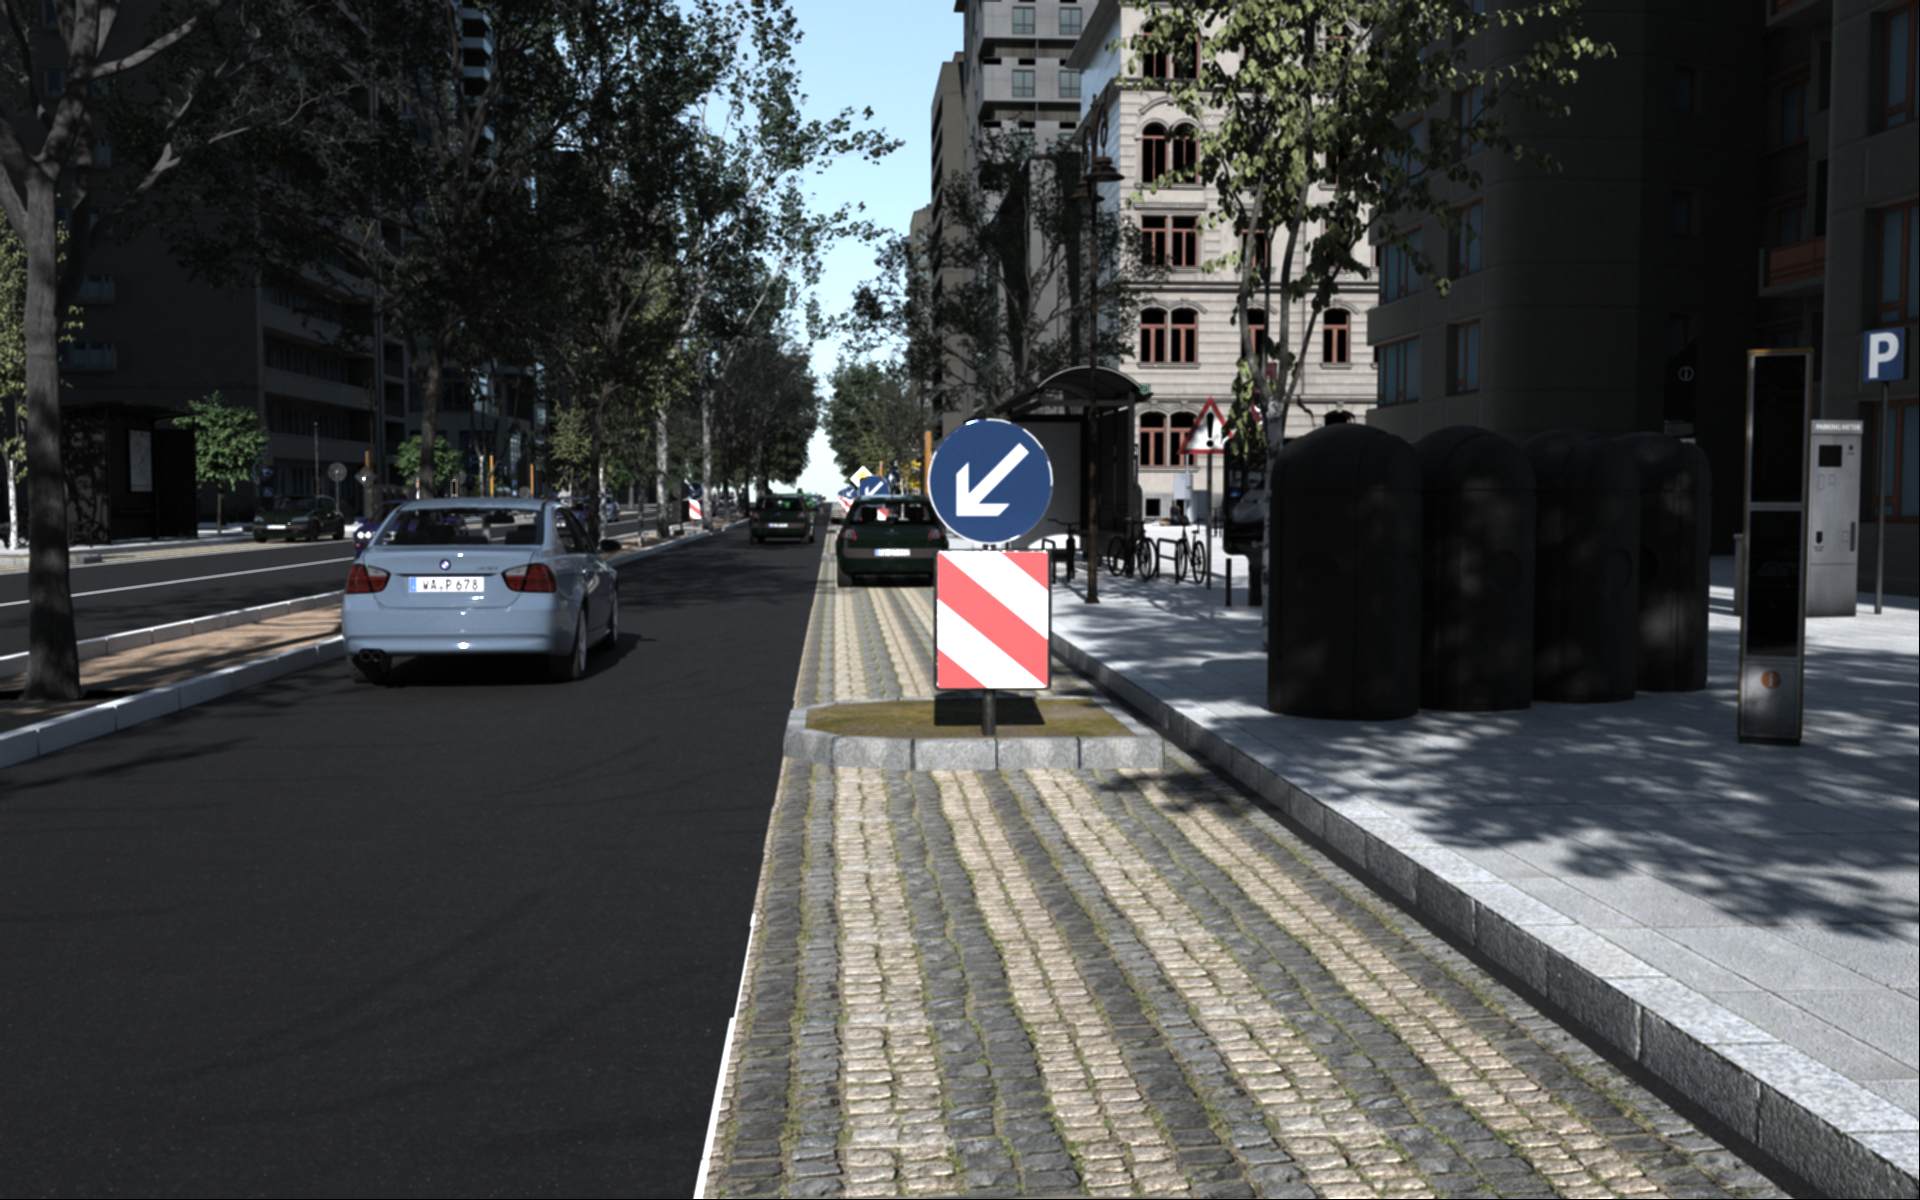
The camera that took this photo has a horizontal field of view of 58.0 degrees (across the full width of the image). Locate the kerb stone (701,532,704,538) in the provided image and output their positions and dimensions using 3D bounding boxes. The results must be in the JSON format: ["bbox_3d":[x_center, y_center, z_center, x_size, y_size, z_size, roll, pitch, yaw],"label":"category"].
[{"bbox_3d":[-8.468,-2.061,55.961,0.120,0.150,1.000,0,4,-4],"label":"kerb stone"}]

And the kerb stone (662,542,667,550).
[{"bbox_3d":[-7.578,-1.316,43.705,0.120,0.150,1.000,0,4,-4],"label":"kerb stone"}]

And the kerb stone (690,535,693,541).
[{"bbox_3d":[-8.173,-1.816,51.880,0.120,0.150,1.000,0,4,-4],"label":"kerb stone"}]

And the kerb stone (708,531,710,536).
[{"bbox_3d":[-8.687,-2.252,59.020,0.120,0.150,1.000,0,4,-4],"label":"kerb stone"}]

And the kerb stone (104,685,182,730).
[{"bbox_3d":[-5.209,0.685,10.995,0.120,0.150,1.000,0,4,-4],"label":"kerb stone"}]

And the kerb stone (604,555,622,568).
[{"bbox_3d":[-6.920,-0.754,34.519,0.120,0.150,1.000,0,4,-4],"label":"kerb stone"}]

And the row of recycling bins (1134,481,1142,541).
[{"bbox_3d":[3.258,-2.495,47.898,3.534,1.692,1.069,0,4,-3],"label":"row of recycling bins"}]

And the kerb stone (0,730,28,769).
[{"bbox_3d":[-5.060,0.812,8.948,0.120,0.150,1.000,0,4,-4],"label":"kerb stone"}]

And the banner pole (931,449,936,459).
[{"bbox_3d":[-1.064,-5.724,83.604,0.863,3.779,0.401,1,4,10],"label":"banner pole"}]

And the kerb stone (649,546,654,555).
[{"bbox_3d":[-7.356,-1.128,40.640,0.120,0.150,1.000,0,4,-4],"label":"kerb stone"}]

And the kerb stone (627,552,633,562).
[{"bbox_3d":[-7.067,-0.879,36.560,0.120,0.150,1.000,0,4,-4],"label":"kerb stone"}]

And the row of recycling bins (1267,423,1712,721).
[{"bbox_3d":[3.437,-0.227,10.822,3.534,1.692,1.069,-2,4,-32],"label":"row of recycling bins"}]

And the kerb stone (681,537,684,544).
[{"bbox_3d":[-7.953,-1.629,48.821,0.120,0.150,1.000,0,4,-4],"label":"kerb stone"}]

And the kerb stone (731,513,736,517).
[{"bbox_3d":[-14.668,-5.526,112.576,0.120,0.150,1.000,0,4,-4],"label":"kerb stone"}]

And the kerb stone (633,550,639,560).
[{"bbox_3d":[-7.139,-0.940,37.580,0.120,0.150,1.000,0,4,-4],"label":"kerb stone"}]

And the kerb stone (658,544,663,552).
[{"bbox_3d":[-7.501,-1.251,42.686,0.120,0.150,1.000,0,4,-4],"label":"kerb stone"}]

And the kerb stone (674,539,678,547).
[{"bbox_3d":[-7.804,-1.503,46.777,0.120,0.150,1.000,0,4,-4],"label":"kerb stone"}]

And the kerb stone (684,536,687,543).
[{"bbox_3d":[-8.031,-1.691,49.841,0.120,0.150,1.000,0,4,-4],"label":"kerb stone"}]

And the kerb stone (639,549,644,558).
[{"bbox_3d":[-7.207,-1.003,38.601,0.120,0.150,1.000,0,4,-4],"label":"kerb stone"}]

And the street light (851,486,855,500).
[{"bbox_3d":[-18.994,-20.218,303.345,0.468,5.910,1.993,0,4,-4],"label":"street light"}]

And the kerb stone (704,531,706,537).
[{"bbox_3d":[-8.539,-2.128,56.981,0.120,0.150,1.000,0,4,-4],"label":"kerb stone"}]

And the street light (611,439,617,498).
[{"bbox_3d":[-28.875,-10.503,144.508,0.468,5.910,1.993,0,4,-4],"label":"street light"}]

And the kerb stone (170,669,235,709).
[{"bbox_3d":[-5.284,0.622,12.018,0.120,0.150,1.000,0,4,-4],"label":"kerb stone"}]

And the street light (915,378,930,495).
[{"bbox_3d":[-1.339,-5.404,61.139,0.468,5.910,1.993,0,4,-4],"label":"street light"}]

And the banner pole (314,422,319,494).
[{"bbox_3d":[-22.351,-4.295,60.239,0.401,3.779,0.863,-1,4,-23],"label":"banner pole"}]

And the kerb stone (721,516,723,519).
[{"bbox_3d":[-13.567,-4.590,97.255,0.120,0.150,1.000,0,4,-4],"label":"kerb stone"}]

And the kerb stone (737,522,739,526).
[{"bbox_3d":[-9.906,-3.283,75.904,0.120,0.150,1.000,0,4,-4],"label":"kerb stone"}]

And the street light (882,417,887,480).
[{"bbox_3d":[-4.387,-7.948,102.732,0.468,5.910,1.993,0,4,-4],"label":"street light"}]

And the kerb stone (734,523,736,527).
[{"bbox_3d":[-9.763,-3.160,73.853,0.120,0.150,1.000,0,4,-4],"label":"kerb stone"}]

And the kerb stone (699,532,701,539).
[{"bbox_3d":[-8.398,-1.995,54.941,0.120,0.150,1.000,0,4,-4],"label":"kerb stone"}]

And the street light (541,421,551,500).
[{"bbox_3d":[-26.277,-8.393,110.013,0.468,5.910,1.993,0,4,-4],"label":"street light"}]

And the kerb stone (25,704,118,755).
[{"bbox_3d":[-5.136,0.750,9.976,0.120,0.150,1.000,0,4,-4],"label":"kerb stone"}]

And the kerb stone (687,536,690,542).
[{"bbox_3d":[-8.101,-1.752,50.861,0.120,0.150,1.000,0,4,-4],"label":"kerb stone"}]

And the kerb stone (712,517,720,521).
[{"bbox_3d":[-13.414,-4.466,95.207,0.120,0.150,1.000,0,4,-4],"label":"kerb stone"}]

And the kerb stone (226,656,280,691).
[{"bbox_3d":[-5.360,0.561,13.037,0.120,0.150,1.000,0,4,-4],"label":"kerb stone"}]

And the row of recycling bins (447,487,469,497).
[{"bbox_3d":[-28.995,-5.438,96.019,3.534,1.692,1.069,0,4,-5],"label":"row of recycling bins"}]

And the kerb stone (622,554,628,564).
[{"bbox_3d":[-6.984,-0.816,35.540,0.120,0.150,1.000,0,4,-4],"label":"kerb stone"}]

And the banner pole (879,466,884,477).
[{"bbox_3d":[-6.062,-9.029,137.641,0.863,3.779,0.401,-2,4,-34],"label":"banner pole"}]

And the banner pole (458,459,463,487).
[{"bbox_3d":[-35.957,-8.234,124.645,0.863,3.779,0.401,3,5,43],"label":"banner pole"}]

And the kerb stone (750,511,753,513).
[{"bbox_3d":[-16.675,-7.216,140.179,0.120,0.150,1.000,0,4,-4],"label":"kerb stone"}]

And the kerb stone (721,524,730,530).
[{"bbox_3d":[-9.470,-2.903,69.776,0.120,0.150,1.000,0,4,-4],"label":"kerb stone"}]

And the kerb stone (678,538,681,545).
[{"bbox_3d":[-7.873,-1.565,47.801,0.120,0.150,1.000,0,4,-4],"label":"kerb stone"}]

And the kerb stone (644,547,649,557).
[{"bbox_3d":[-7.288,-1.066,39.620,0.120,0.150,1.000,0,4,-4],"label":"kerb stone"}]

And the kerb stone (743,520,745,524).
[{"bbox_3d":[-10.278,-3.593,81.016,0.120,0.150,1.000,0,4,-4],"label":"kerb stone"}]

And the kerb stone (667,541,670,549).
[{"bbox_3d":[-7.655,-1.378,44.729,0.120,0.150,1.000,0,4,-4],"label":"kerb stone"}]

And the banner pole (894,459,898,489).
[{"bbox_3d":[-3.757,-7.186,107.513,0.863,3.779,0.401,-2,4,-27],"label":"banner pole"}]

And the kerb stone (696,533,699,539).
[{"bbox_3d":[-8.314,-1.940,53.922,0.120,0.150,1.000,0,4,-4],"label":"kerb stone"}]

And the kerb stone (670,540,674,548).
[{"bbox_3d":[-7.729,-1.441,45.757,0.120,0.150,1.000,0,4,-4],"label":"kerb stone"}]

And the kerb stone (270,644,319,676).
[{"bbox_3d":[-5.442,0.497,14.069,0.120,0.150,1.000,0,4,-4],"label":"kerb stone"}]

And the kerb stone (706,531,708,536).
[{"bbox_3d":[-8.622,-2.190,58.000,0.120,0.150,1.000,0,4,-4],"label":"kerb stone"}]

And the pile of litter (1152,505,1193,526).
[{"bbox_3d":[8.554,-3.416,69.824,1.719,0.858,1.176,0,3,0],"label":"pile of litter"}]

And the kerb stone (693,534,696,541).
[{"bbox_3d":[-8.243,-1.878,52.902,0.120,0.150,1.000,0,4,-4],"label":"kerb stone"}]

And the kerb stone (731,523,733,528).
[{"bbox_3d":[-9.615,-3.035,71.815,0.120,0.150,1.000,0,4,-4],"label":"kerb stone"}]

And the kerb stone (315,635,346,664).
[{"bbox_3d":[-5.508,0.438,15.095,0.120,0.150,1.000,0,4,-4],"label":"kerb stone"}]

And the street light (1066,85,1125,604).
[{"bbox_3d":[1.555,-2.899,20.182,0.468,5.910,1.993,0,4,-4],"label":"street light"}]

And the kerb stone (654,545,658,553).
[{"bbox_3d":[-7.429,-1.190,41.660,0.120,0.150,1.000,0,4,-4],"label":"kerb stone"}]

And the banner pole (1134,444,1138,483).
[{"bbox_3d":[7.450,-5.258,75.979,0.863,3.779,0.401,2,4,34],"label":"banner pole"}]

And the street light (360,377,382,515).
[{"bbox_3d":[-23.328,-5.867,68.716,0.468,5.910,1.993,0,4,-4],"label":"street light"}]
